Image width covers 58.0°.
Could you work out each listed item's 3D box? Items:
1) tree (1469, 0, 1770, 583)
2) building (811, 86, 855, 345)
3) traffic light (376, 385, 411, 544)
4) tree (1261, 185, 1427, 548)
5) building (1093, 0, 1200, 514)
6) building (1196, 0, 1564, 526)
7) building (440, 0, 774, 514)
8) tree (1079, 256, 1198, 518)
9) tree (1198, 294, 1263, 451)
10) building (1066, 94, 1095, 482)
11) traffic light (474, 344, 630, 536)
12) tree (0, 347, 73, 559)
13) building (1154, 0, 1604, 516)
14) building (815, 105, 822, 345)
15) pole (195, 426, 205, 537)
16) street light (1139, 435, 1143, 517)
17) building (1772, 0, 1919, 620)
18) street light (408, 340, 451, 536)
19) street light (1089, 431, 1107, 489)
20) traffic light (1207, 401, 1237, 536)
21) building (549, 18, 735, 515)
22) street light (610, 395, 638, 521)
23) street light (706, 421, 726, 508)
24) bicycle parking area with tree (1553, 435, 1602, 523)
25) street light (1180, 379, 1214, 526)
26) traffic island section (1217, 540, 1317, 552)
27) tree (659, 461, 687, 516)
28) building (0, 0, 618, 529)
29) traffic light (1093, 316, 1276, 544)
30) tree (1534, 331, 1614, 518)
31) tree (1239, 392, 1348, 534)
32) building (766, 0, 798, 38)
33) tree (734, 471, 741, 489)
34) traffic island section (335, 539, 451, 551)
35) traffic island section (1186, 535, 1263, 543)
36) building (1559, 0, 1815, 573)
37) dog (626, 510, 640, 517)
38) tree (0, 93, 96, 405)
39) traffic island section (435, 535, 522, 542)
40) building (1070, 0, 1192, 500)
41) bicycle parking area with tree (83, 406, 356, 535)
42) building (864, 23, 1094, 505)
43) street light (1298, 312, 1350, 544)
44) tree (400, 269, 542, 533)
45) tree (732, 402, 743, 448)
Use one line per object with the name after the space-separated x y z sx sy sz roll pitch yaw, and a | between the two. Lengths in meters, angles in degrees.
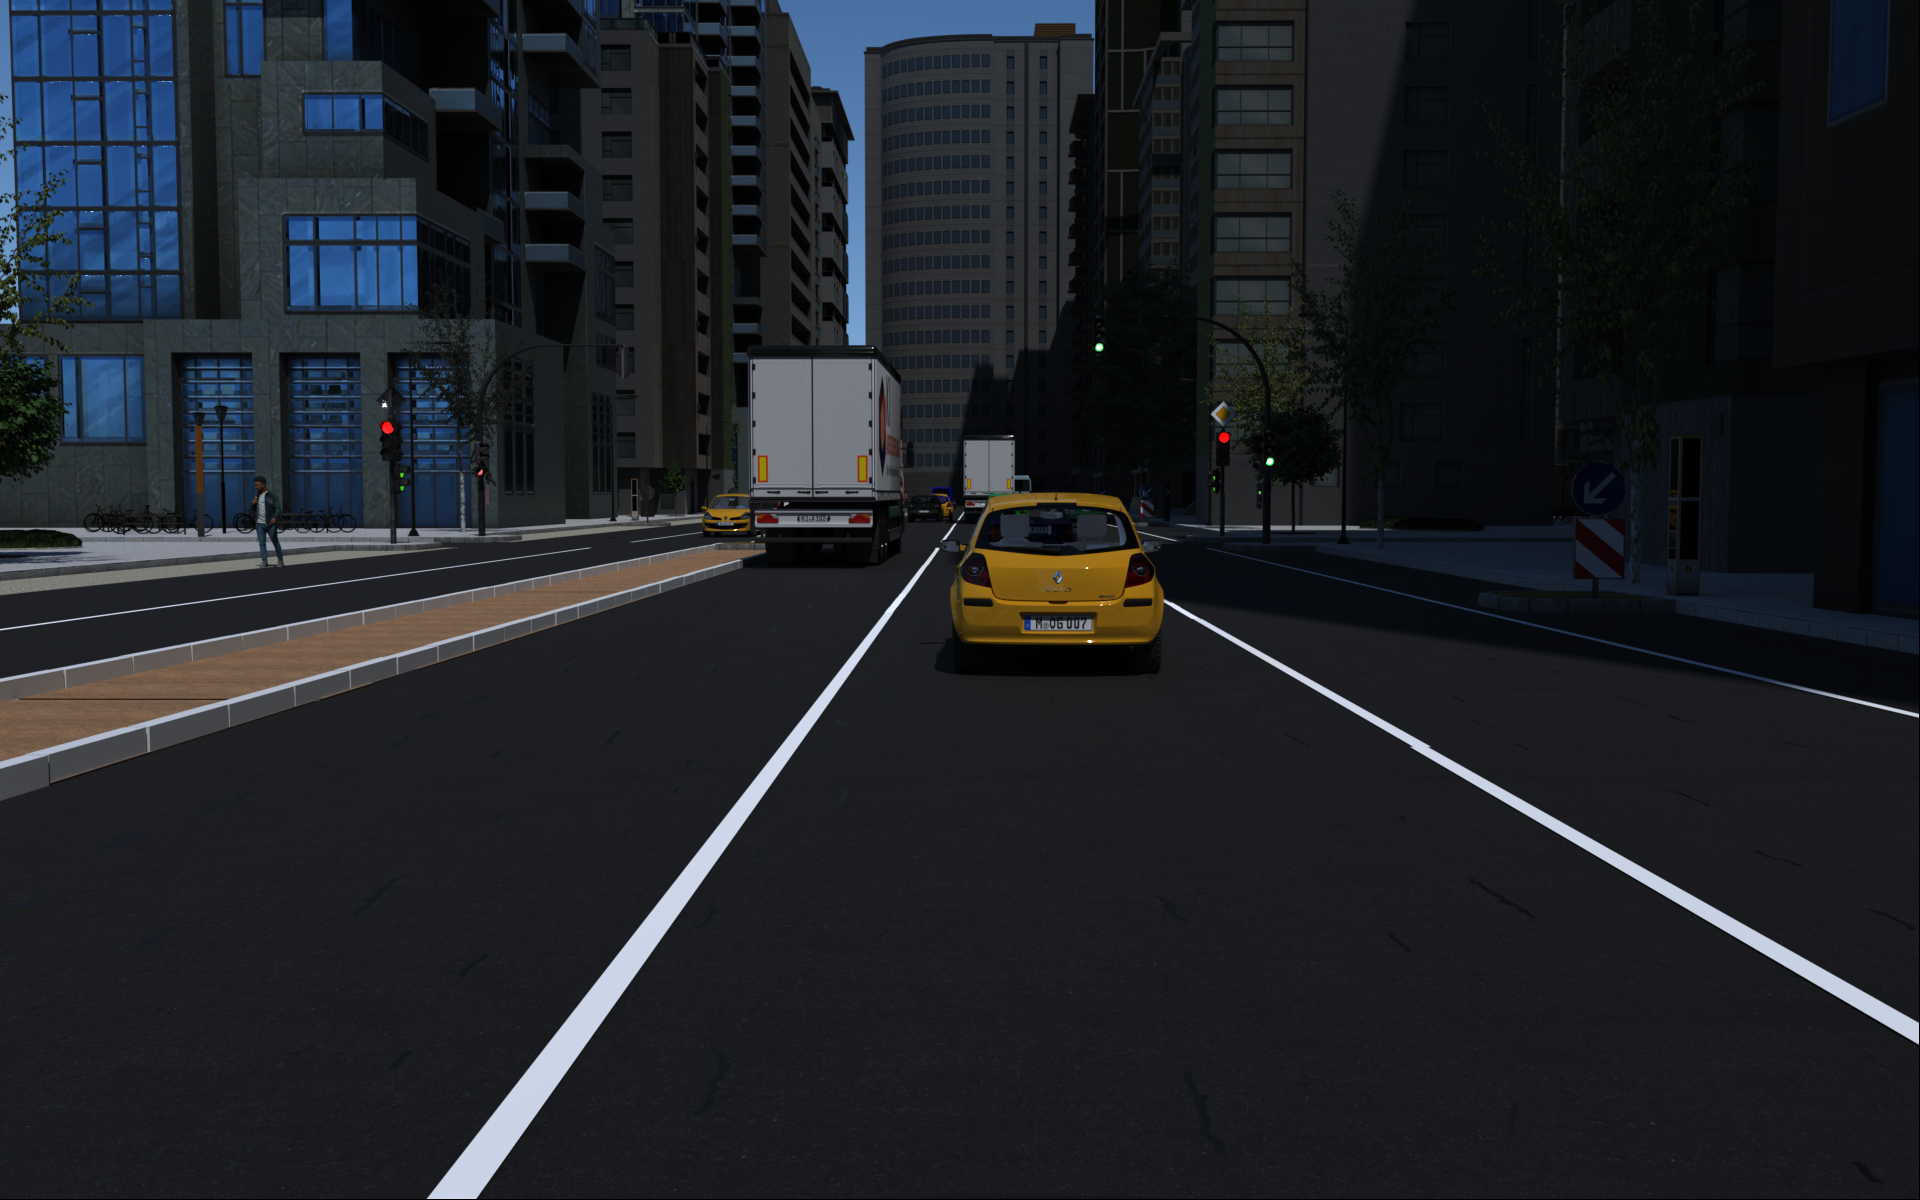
9.475 -4.544 24.665 4.737 8.622 4.395 0 3 0 | tree
-26.164 -38.866 224.698 27.495 52.752 28.713 0 4 1 | building
-14.614 -3.407 44.619 0.839 4.253 0.868 0 4 1 | traffic light
9.696 -5.523 40.672 4.737 8.622 4.395 0 3 0 | tree
27.409 -27.487 141.288 32.217 40.220 23.993 0 4 1 | building
17.303 -23.990 75.834 14.154 41.232 14.086 0 4 1 | building
-26.505 -50.704 141.686 22.319 86.520 31.000 0 4 1 | building
10.685 -11.320 91.737 9.857 13.997 8.962 0 3 0 | tree
11.043 -6.883 62.904 4.737 8.622 4.395 0 3 0 | tree
23.049 -32.632 188.149 22.147 44.769 28.867 0 4 1 | building
-12.440 -4.768 52.618 4.771 5.953 1.251 0 4 1 | traffic light
-19.594 -3.128 34.860 4.285 4.588 4.351 0 3 0 | tree
27.679 -25.589 110.256 32.217 40.220 23.993 0 4 1 | building
-26.791 -34.818 192.969 21.600 48.544 21.300 0 4 1 | building
-22.735 -3.544 51.794 0.158 3.312 0.155 0 3 0 | pole
9.863 -7.724 98.836 1.470 5.913 1.316 0 4 1 | street light
16.084 -22.095 11.364 14.600 45.320 14.200 0 4 1 | building
-16.083 -4.891 52.511 1.470 5.913 1.316 0 4 1 | street light
10.210 -9.479 127.518 1.470 5.913 1.316 0 4 1 | street light
7.927 -3.882 52.391 0.839 4.253 0.868 0 4 1 | traffic light
-22.314 -20.646 109.264 14.160 30.474 14.107 0 4 1 | building
-15.739 -6.639 81.094 1.470 5.913 1.316 0 4 1 | street light
-15.472 -8.388 109.677 1.470 5.913 1.316 0 4 1 | street light
29.358 -6.120 87.070 9.016 4.147 8.231 0 4 8 | bicycle parking area with tree
9.556 -5.951 69.845 1.470 5.913 1.316 0 4 1 | street light
7.886 -1.360 44.520 2.009 0.180 2.903 0 4 1 | traffic island section
-16.567 -6.447 100.014 1.663 3.219 1.824 0 3 0 | tree
-28.108 -46.755 77.114 22.319 86.520 31.000 0 4 1 | building
5.753 -4.258 44.286 4.771 5.953 1.251 0 4 1 | traffic light
20.332 -6.363 54.401 4.360 8.622 3.978 0 3 0 | tree
10.780 -4.424 56.041 4.285 4.588 4.351 0 3 0 | tree
-26.132 -33.375 169.378 21.300 48.544 21.600 0 4 1 | building
-16.795 -8.052 126.251 1.663 3.219 1.824 0 3 0 | tree
-14.654 -1.375 44.754 2.009 0.180 2.903 0 4 1 | traffic island section
7.967 -1.849 52.505 2.009 0.180 2.903 0 4 1 | traffic island section
19.512 -16.036 33.896 14.160 30.474 14.107 0 4 1 | building
-18.426 -4.887 97.632 0.748 0.427 0.550 3 5 43 | dog
-17.259 -4.832 29.360 4.737 8.622 4.395 0 3 0 | tree
-14.573 -1.863 52.739 2.009 0.180 2.903 0 4 1 | traffic island section
21.314 -44.307 162.666 20.563 71.187 20.611 0 4 1 | building
-25.145 -4.377 58.562 9.016 4.147 8.231 -1 4 -18 | bicycle parking area with tree
2.202 -41.526 220.950 28.212 58.520 21.231 0 4 1 | building
9.323 -4.394 44.378 1.470 5.913 1.316 0 4 1 | street light
-16.331 -6.553 57.504 4.360 8.622 3.978 0 3 0 | tree
-17.070 -10.369 119.889 4.737 8.622 4.395 0 3 0 | tree
